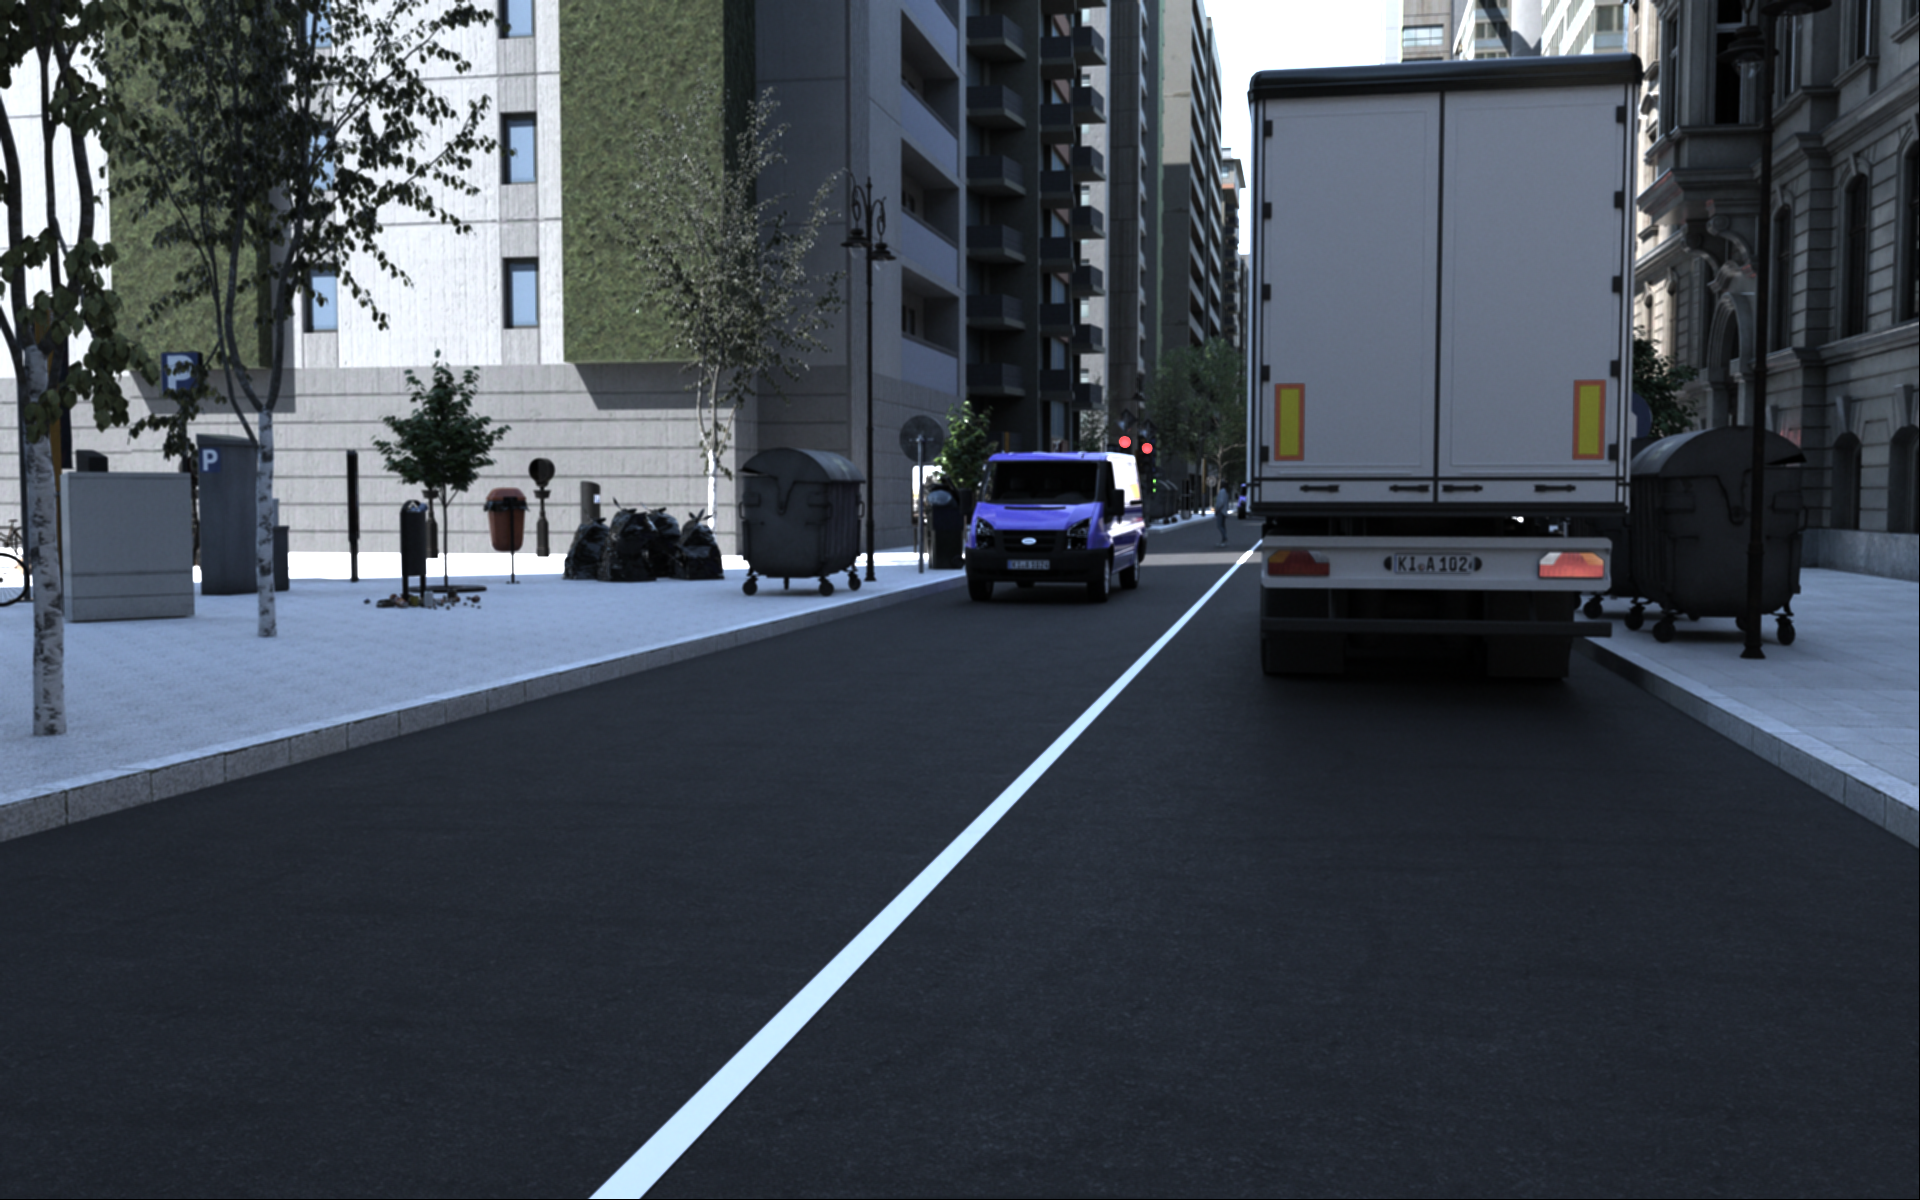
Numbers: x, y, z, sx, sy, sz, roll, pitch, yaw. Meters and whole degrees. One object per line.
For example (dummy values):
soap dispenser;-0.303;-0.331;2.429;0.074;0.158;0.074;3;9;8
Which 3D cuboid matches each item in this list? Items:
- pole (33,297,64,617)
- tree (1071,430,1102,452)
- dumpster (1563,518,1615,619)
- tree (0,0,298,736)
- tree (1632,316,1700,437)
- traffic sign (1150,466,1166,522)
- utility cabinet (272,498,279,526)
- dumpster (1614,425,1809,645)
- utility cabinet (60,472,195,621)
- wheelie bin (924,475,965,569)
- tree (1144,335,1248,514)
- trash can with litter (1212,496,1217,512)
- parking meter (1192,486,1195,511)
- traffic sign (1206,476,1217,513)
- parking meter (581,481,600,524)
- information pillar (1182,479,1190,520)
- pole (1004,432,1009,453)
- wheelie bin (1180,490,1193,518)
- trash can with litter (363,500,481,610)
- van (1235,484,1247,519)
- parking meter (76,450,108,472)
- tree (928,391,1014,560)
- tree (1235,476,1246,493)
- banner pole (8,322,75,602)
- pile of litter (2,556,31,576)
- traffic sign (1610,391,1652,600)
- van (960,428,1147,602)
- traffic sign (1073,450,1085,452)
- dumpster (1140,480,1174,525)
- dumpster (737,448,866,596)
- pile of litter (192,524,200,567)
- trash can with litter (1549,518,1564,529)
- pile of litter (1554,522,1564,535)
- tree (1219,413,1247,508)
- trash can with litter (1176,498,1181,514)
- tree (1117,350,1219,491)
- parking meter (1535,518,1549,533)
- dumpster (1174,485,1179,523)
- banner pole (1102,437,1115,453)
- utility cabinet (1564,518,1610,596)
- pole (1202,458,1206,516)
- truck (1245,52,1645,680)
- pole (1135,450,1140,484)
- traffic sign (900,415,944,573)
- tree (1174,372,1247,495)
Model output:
pole;-9.460;-1.478;18.005;0.158;3.312;0.155;0;3;0
tree;4.042;-3.523;52.200;1.663;3.219;1.824;0;3;0
dumpster;7.133;-0.767;18.296;1.264;1.857;1.865;1;4;11
tree;-4.983;-3.574;8.797;4.737;8.622;4.395;0;3;0
tree;10.515;-2.773;29.050;4.285;4.588;4.351;0;3;0
traffic sign;9.025;-4.836;79.182;0.768;2.556;0.104;1;4;20
utility cabinet;-10.438;-0.891;25.722;0.306;1.237;1.020;-3;5;-41
dumpster;6.713;-0.594;15.476;1.264;1.857;1.865;1;4;11
utility cabinet;-8.496;-0.551;17.686;1.173;1.500;0.318;-3;5;-43
wheelie bin;-0.260;-1.330;29.661;0.693;1.594;0.980;-1;4;-10
tree;15.523;-11.414;112.369;9.928;11.665;9.643;0;3;0
trash can with litter;18.040;-6.766;122.009;0.624;1.170;1.055;2;4;29
parking meter;17.699;-7.649;130.780;0.255;1.863;0.399;1;4;12
traffic sign;17.339;-7.308;119.598;0.768;2.556;0.104;1;4;16
parking meter;-7.253;-1.566;34.022;0.372;1.533;0.369;0;3;0
information pillar;11.340;-5.042;86.921;0.304;2.012;0.304;-1;4;-22
pole;1.538;-3.857;56.898;0.158;3.312;0.155;0;3;0
wheelie bin;12.130;-5.191;92.781;0.693;1.594;0.980;0;4;2
trash can with litter;-6.143;-0.565;20.302;1.678;1.210;2.233;0;4;5
van;17.123;-5.855;100.107;2.240;2.365;5.245;1;4;13
parking meter;-11.422;-1.048;22.842;0.399;1.863;0.255;3;4;36
tree;0.240;-2.319;32.520;1.663;3.219;1.824;0;3;0
tree;30.365;-11.731;186.409;1.663;3.219;1.824;0;3;0
banner pole;-11.035;-1.882;20.793;0.401;3.779;0.863;2;4;30
pile of litter;-14.755;-0.864;28.093;1.176;0.858;1.719;2;4;30
traffic sign;7.960;-1.279;21.011;0.768;2.556;0.104;1;4;12
van;1.441;-1.253;24.869;2.240;2.365;5.245;1;4;12
traffic sign;3.437;-3.055;50.055;0.768;2.556;0.104;1;4;14
dumpster;8.202;-4.114;73.015;1.264;1.857;1.865;1;4;11
dumpster;-2.040;-1.020;22.435;1.264;1.857;1.865;1;4;11
pile of litter;-13.838;-1.034;30.877;1.719;0.858;1.176;0;4;-1
trash can with litter;22.053;-3.157;63.012;0.624;1.170;1.055;3;5;43
pile of litter;19.201;-2.431;53.707;1.719;0.858;1.176;2;4;34
tree;20.173;-11.212;133.683;4.360;8.622;3.978;0;3;0
trash can with litter;13.854;-6.018;109.781;1.055;1.170;0.624;-1;4;-16
tree;10.786;-8.522;89.696;4.360;8.622;3.978;0;3;0
parking meter;10.837;-1.468;32.414;0.372;1.533;0.369;0;3;0
dumpster;9.034;-4.364;77.108;1.264;1.857;1.865;1;4;11
banner pole;6.486;-5.266;76.123;0.401;3.779;0.863;-3;5;-43
utility cabinet;8.173;-0.655;21.874;1.020;1.237;0.306;1;4;15
pole;13.966;-6.446;99.240;0.158;3.312;0.155;0;3;0
truck;4.172;-1.702;16.749;2.839;4.237;11.283;1;4;11
pole;8.222;-5.286;80.275;0.158;3.312;0.155;0;3;0
traffic sign;-0.629;-1.706;28.002;0.768;2.556;0.104;1;4;19
tree;18.982;-11.651;124.899;7.601;10.594;8.767;0;4;-2
